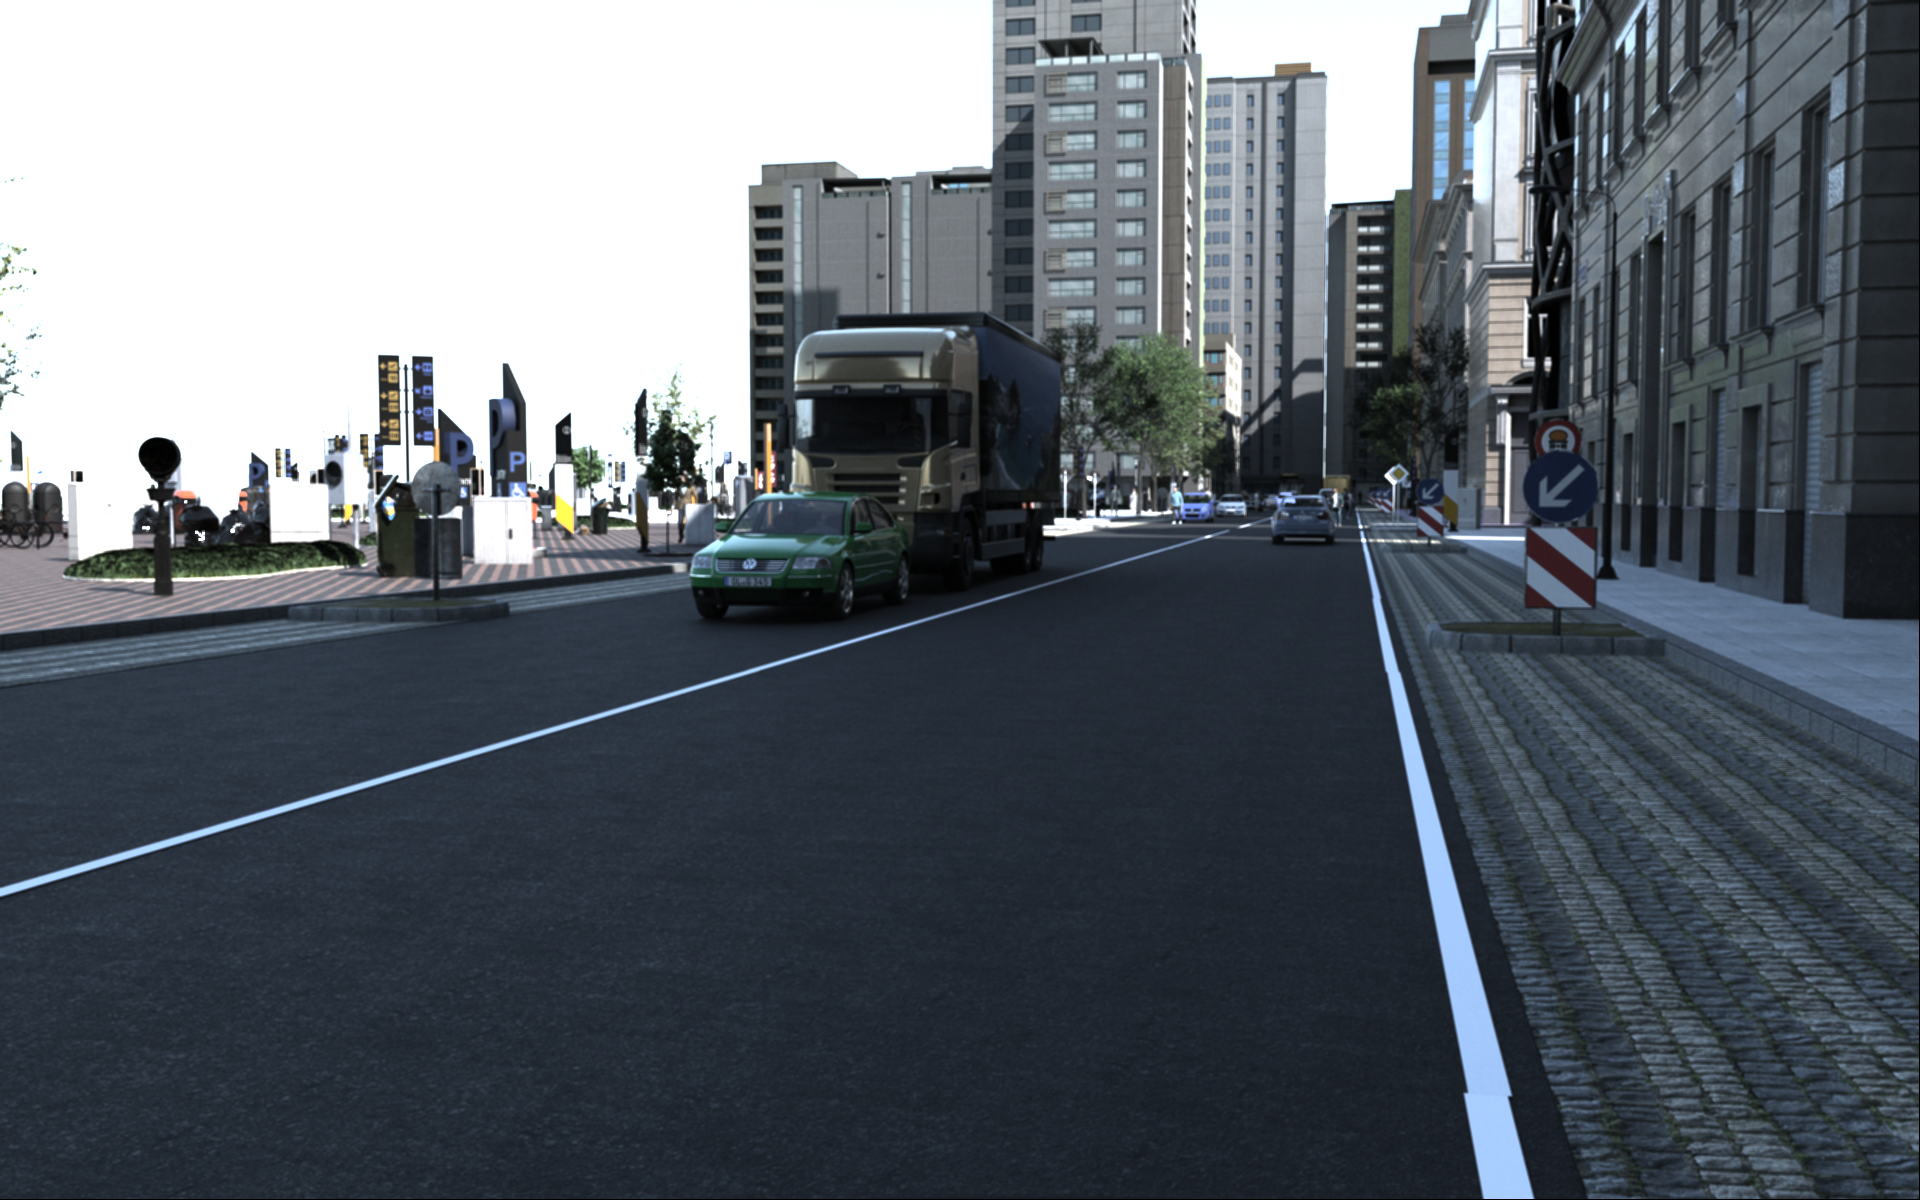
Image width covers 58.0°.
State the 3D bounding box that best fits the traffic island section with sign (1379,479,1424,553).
[{"bbox_3d":[11.429,-2.081,42.645,1.989,1.847,2.006,1,4,13],"label":"traffic island section with sign"}]

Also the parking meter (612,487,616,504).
[{"bbox_3d":[-29.039,-8.555,145.586,0.255,1.863,0.399,-2,4,-25],"label":"parking meter"}]

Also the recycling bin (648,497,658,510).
[{"bbox_3d":[-24.441,-7.620,137.133,0.722,1.027,0.722,3,5,41],"label":"recycling bin"}]

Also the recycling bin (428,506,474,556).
[{"bbox_3d":[-10.546,-1.431,35.951,0.722,1.027,0.722,1,4,12],"label":"recycling bin"}]

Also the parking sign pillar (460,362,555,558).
[{"bbox_3d":[-9.097,-2.840,34.912,1.447,3.967,1.447,-2,4,-30],"label":"parking sign pillar"}]

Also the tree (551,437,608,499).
[{"bbox_3d":[-21.912,-7.115,100.036,4.285,4.588,4.351,0,3,0],"label":"tree"}]

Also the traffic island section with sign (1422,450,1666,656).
[{"bbox_3d":[5.461,-0.473,16.356,1.989,1.847,2.006,1,4,13],"label":"traffic island section with sign"}]

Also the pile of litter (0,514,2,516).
[{"bbox_3d":[-54.197,-5.130,97.846,1.176,0.858,1.719,-1,4,-11],"label":"pile of litter"}]

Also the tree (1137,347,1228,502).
[{"bbox_3d":[16.753,-13.231,134.460,7.486,12.596,7.792,0,3,0],"label":"tree"}]

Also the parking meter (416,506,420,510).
[{"bbox_3d":[-41.391,-7.613,132.887,0.372,1.533,0.369,0,3,0],"label":"parking meter"}]

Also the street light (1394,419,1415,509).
[{"bbox_3d":[27.533,-8.235,107.183,1.470,5.913,1.316,1,4,13],"label":"street light"}]

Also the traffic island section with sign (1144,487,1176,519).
[{"bbox_3d":[11.705,-5.585,99.943,1.989,1.847,2.006,1,4,13],"label":"traffic island section with sign"}]

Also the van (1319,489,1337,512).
[{"bbox_3d":[29.272,-7.984,137.544,2.013,2.044,4.112,1,4,13],"label":"van"}]

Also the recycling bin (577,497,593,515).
[{"bbox_3d":[-20.201,-4.935,93.242,0.722,1.027,0.722,1,4,11],"label":"recycling bin"}]

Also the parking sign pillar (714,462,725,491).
[{"bbox_3d":[-19.651,-9.367,141.622,1.447,3.967,1.447,1,4,14],"label":"parking sign pillar"}]

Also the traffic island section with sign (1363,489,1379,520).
[{"bbox_3d":[23.760,-5.401,96.939,1.989,1.847,2.006,1,4,13],"label":"traffic island section with sign"}]

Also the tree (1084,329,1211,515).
[{"bbox_3d":[11.394,-11.196,108.816,9.928,11.665,9.643,0,3,0],"label":"tree"}]

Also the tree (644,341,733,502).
[{"bbox_3d":[-13.379,-8.132,83.322,4.737,8.622,4.395,0,3,0],"label":"tree"}]

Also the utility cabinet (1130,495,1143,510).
[{"bbox_3d":[14.503,-8.036,142.545,1.020,1.237,0.306,1,4,9],"label":"utility cabinet"}]

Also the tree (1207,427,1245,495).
[{"bbox_3d":[29.386,-14.656,189.991,4.360,8.622,3.978,0,3,0],"label":"tree"}]

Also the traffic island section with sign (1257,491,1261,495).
[{"bbox_3d":[34.676,-11.775,201.147,1.989,1.847,2.006,1,4,13],"label":"traffic island section with sign"}]

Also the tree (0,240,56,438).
[{"bbox_3d":[-27.079,-5.918,47.123,4.360,8.622,3.978,0,3,0],"label":"tree"}]

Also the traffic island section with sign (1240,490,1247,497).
[{"bbox_3d":[28.693,-10.167,174.861,1.989,1.847,2.006,1,4,13],"label":"traffic island section with sign"}]

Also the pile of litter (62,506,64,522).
[{"bbox_3d":[-40.943,-3.924,78.118,1.176,0.858,1.719,-1,4,-20],"label":"pile of litter"}]

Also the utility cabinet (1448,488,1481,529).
[{"bbox_3d":[18.317,-3.315,62.882,0.318,1.500,1.173,-3,5,-39],"label":"utility cabinet"}]

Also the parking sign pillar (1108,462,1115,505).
[{"bbox_3d":[12.524,-9.436,142.756,1.447,3.967,1.447,0,4,0],"label":"parking sign pillar"}]

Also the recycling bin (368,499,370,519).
[{"bbox_3d":[-29.467,-4.588,87.563,0.722,1.027,0.722,-2,4,-32],"label":"recycling bin"}]

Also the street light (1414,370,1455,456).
[{"bbox_3d":[17.858,-5.634,64.654,1.470,5.913,1.316,1,4,13],"label":"street light"}]

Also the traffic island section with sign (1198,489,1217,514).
[{"bbox_3d":[17.810,-7.232,126.870,1.989,1.847,2.006,1,4,13],"label":"traffic island section with sign"}]

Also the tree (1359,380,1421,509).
[{"bbox_3d":[39.136,-13.879,152.678,9.928,11.665,9.643,0,3,0],"label":"tree"}]

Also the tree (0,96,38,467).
[{"bbox_3d":[-17.729,-4.835,29.417,4.737,8.622,4.395,0,3,0],"label":"tree"}]

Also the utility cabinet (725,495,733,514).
[{"bbox_3d":[-14.554,-6.061,110.253,0.306,1.237,1.020,1,4,21],"label":"utility cabinet"}]

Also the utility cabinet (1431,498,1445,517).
[{"bbox_3d":[25.626,-5.179,93.363,1.173,1.500,0.318,-1,4,-23],"label":"utility cabinet"}]

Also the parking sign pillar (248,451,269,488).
[{"bbox_3d":[-43.668,-7.301,107.846,1.447,3.967,1.447,1,4,20],"label":"parking sign pillar"}]

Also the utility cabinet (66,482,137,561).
[{"bbox_3d":[-16.551,-1.509,33.356,0.318,1.500,1.173,2,4,27],"label":"utility cabinet"}]

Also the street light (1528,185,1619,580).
[{"bbox_3d":[9.230,-3.274,26.071,1.470,5.913,1.316,1,4,13],"label":"street light"}]

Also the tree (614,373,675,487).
[{"bbox_3d":[-19.505,-9.564,106.741,4.360,8.622,3.978,0,3,0],"label":"tree"}]

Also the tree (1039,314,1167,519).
[{"bbox_3d":[6.472,-9.441,88.774,8.767,10.594,7.601,1,4,11],"label":"tree"}]

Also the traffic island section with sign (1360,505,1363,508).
[{"bbox_3d":[29.886,-7.054,123.968,1.989,1.847,2.006,1,4,13],"label":"traffic island section with sign"}]

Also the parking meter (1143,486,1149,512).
[{"bbox_3d":[13.620,-7.418,126.990,0.399,1.863,0.255,3,5,41],"label":"parking meter"}]

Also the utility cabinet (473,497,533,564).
[{"bbox_3d":[-8.417,-1.267,31.880,1.020,1.237,0.306,0,4,3],"label":"utility cabinet"}]

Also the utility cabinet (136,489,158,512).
[{"bbox_3d":[-34.012,-3.895,72.367,1.173,1.500,0.318,-1,4,-9],"label":"utility cabinet"}]

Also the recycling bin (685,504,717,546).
[{"bbox_3d":[-6.471,-1.877,43.245,0.722,1.027,0.722,0,4,-3],"label":"recycling bin"}]

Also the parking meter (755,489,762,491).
[{"bbox_3d":[-10.770,-5.146,92.549,0.372,1.533,0.369,0,3,0],"label":"parking meter"}]

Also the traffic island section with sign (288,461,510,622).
[{"bbox_3d":[-6.394,-0.708,20.199,1.989,1.847,2.006,1,4,13],"label":"traffic island section with sign"}]

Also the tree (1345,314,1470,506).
[{"bbox_3d":[24.379,-9.556,90.654,8.767,10.594,7.601,1,4,15],"label":"tree"}]

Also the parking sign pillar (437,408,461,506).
[{"bbox_3d":[-15.891,-4.057,54.800,1.447,3.967,1.447,2,4,27],"label":"parking sign pillar"}]

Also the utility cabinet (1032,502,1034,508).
[{"bbox_3d":[5.323,-7.695,136.966,1.020,1.237,0.306,1,4,20],"label":"utility cabinet"}]

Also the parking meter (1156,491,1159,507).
[{"bbox_3d":[16.607,-8.412,145.942,0.372,1.533,0.369,0,3,0],"label":"parking meter"}]

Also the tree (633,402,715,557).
[{"bbox_3d":[-6.150,-2.523,35.852,1.663,3.219,1.824,0,3,0],"label":"tree"}]

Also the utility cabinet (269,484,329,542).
[{"bbox_3d":[-14.046,-1.723,36.845,1.173,1.500,0.318,0,4,8],"label":"utility cabinet"}]
